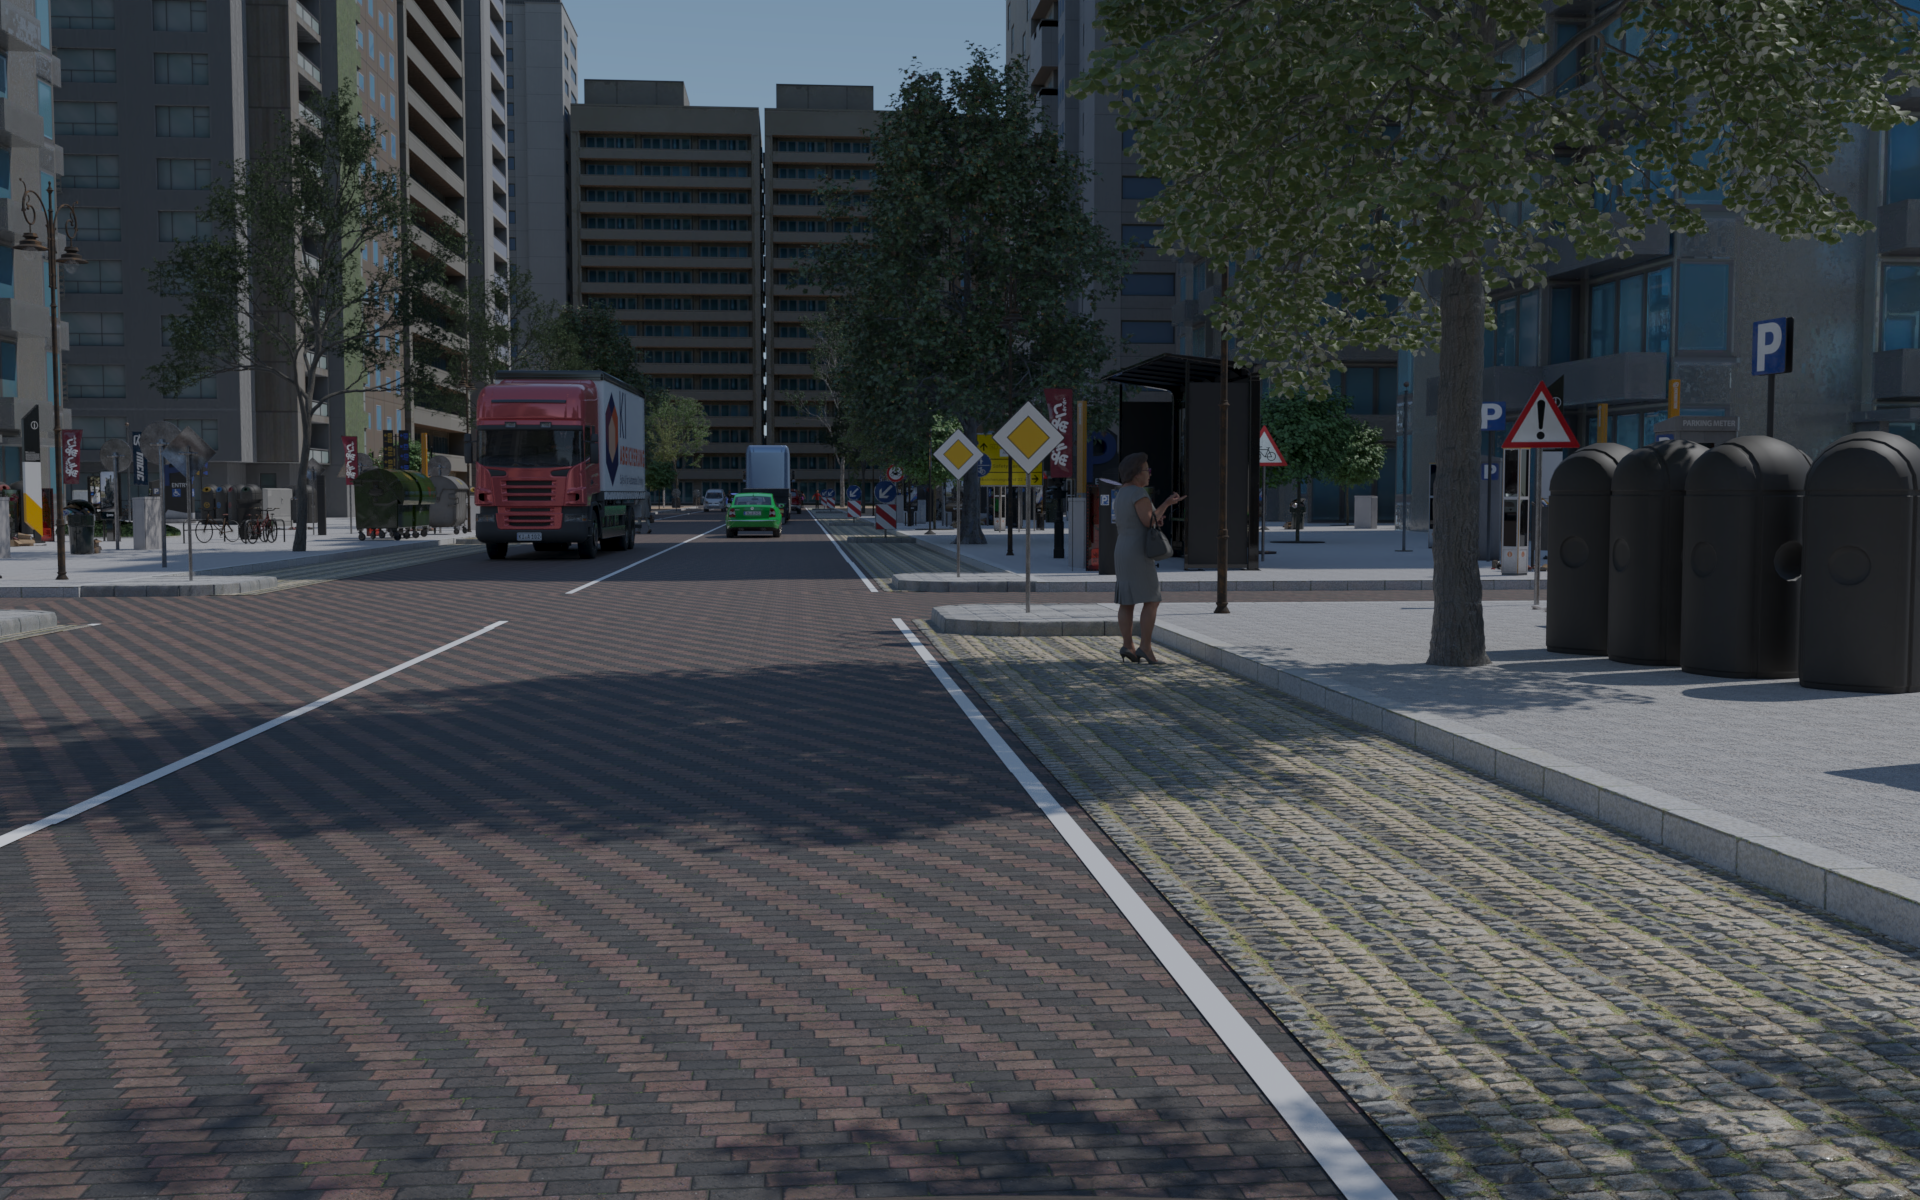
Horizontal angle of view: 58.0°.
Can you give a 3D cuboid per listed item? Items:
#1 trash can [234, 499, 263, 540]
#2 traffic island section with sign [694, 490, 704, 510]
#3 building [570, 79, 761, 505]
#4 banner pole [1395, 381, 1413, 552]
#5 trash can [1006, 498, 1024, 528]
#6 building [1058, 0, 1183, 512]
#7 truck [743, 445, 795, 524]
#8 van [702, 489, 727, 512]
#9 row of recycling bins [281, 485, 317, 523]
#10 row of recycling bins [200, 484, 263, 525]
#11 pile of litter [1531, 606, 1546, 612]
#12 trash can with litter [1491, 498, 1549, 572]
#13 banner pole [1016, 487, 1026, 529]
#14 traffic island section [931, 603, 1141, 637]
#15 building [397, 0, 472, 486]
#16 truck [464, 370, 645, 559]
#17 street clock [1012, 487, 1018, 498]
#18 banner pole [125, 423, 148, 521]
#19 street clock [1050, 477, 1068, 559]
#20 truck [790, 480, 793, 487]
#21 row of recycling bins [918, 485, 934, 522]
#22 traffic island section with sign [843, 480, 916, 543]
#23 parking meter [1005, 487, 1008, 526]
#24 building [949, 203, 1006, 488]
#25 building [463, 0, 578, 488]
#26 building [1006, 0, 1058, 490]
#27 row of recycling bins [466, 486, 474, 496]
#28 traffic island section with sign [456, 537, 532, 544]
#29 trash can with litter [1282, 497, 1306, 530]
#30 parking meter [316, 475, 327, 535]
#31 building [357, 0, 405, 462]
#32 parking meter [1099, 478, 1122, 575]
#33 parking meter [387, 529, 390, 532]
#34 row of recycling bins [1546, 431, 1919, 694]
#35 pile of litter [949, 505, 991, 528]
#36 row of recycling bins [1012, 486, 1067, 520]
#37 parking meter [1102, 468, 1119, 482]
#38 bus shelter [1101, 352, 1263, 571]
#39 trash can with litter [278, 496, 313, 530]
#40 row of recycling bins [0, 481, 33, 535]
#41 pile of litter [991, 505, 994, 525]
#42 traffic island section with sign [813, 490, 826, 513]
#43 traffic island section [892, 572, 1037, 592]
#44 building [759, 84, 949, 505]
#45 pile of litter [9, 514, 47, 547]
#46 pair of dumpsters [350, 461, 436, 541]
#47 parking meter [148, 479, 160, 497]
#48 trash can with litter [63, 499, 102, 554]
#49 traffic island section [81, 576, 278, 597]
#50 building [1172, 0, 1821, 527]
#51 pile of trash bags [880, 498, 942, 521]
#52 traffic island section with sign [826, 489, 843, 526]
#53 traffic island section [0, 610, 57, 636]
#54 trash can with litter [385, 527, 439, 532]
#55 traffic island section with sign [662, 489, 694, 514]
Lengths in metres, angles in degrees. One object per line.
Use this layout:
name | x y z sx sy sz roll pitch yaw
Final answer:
trash can | -20.054 -2.276 48.864 0.748 1.137 0.748 0 3 0
traffic island section with sign | -23.310 -8.878 153.782 1.989 1.847 2.006 0 4 -5
building | -34.230 -35.670 206.914 21.600 48.544 21.300 0 4 -5
banner pole | 9.956 -2.985 38.816 0.401 3.779 0.863 1 4 10
trash can | 2.089 -3.310 65.775 0.748 1.137 0.748 0 3 0
building | 17.513 -35.525 122.838 21.231 58.520 28.212 0 4 -5
truck | -10.144 -6.131 90.000 2.967 4.110 18.799 0 4 -5
van | -19.871 -8.159 140.409 2.013 2.044 4.112 0 4 -4
row of recycling bins | -29.629 -4.301 77.437 1.069 1.692 3.534 -2 4 -35
row of recycling bins | -30.542 -4.008 72.644 3.534 1.692 1.069 2 4 32
pile of litter | 7.142 -0.324 19.260 1.719 0.858 1.176 0 4 -6
trash can with litter | 9.639 -1.114 29.273 1.678 1.210 2.233 -2 4 -33
banner pole | 2.361 -4.502 63.632 0.401 3.779 0.863 2 4 30
traffic island section | 0.754 0.216 18.746 2.009 0.180 2.903 0 4 -5
building | -47.665 -30.485 122.139 21.300 48.544 21.600 0 4 -5
truck | -9.446 -3.221 41.585 2.839 4.237 11.283 0 4 -4
street clock | 2.363 -4.361 75.880 0.358 2.002 0.471 -1 4 -9
banner pole | -28.966 -4.333 60.859 0.863 3.779 0.401 -2 4 -32
street clock | 1.976 -1.831 34.509 0.358 2.002 0.471 1 4 16
truck | -16.122 -9.906 150.875 2.839 4.237 11.283 0 4 -4
row of recycling bins | -1.866 -4.441 79.720 1.069 1.692 3.534 1 4 9
traffic island section with sign | -2.341 -2.603 51.184 1.989 1.847 2.006 0 4 -5
parking meter | 1.801 -3.907 69.593 0.255 1.863 0.399 2 4 35
building | 5.377 -34.107 207.764 14.200 45.320 14.600 0 4 -5
building | -59.471 -40.510 204.338 28.212 58.520 21.231 0 4 -5
building | 18.840 -34.363 151.067 28.713 52.752 27.495 0 4 -5
row of recycling bins | -21.137 -4.390 78.887 3.534 1.692 1.069 -2 4 -33
traffic island section with sign | -13.415 -2.539 50.140 1.989 1.847 2.006 0 4 -5
trash can with litter | 12.029 -3.132 62.594 0.624 1.170 1.055 -2 4 -24
parking meter | -19.875 -2.948 53.916 0.255 1.863 0.399 -1 4 -19
building | -42.581 -27.808 104.773 14.600 45.320 14.200 0 4 -5
parking meter | 2.393 -1.170 27.535 0.372 1.533 0.369 0 3 0
parking meter | -18.994 -3.032 57.989 0.372 1.533 0.369 0 3 0
row of recycling bins | 5.577 -0.344 12.744 1.069 1.692 3.534 -1 4 -17
pile of litter | 0.109 -3.166 65.731 1.176 0.858 1.719 3 4 37
row of recycling bins | 3.555 -4.816 85.852 3.534 1.692 1.069 2 4 32
parking meter | 3.384 -2.028 38.865 0.255 1.863 0.399 -2 4 -34
bus shelter | 3.977 -2.487 31.953 1.731 3.624 6.357 0 4 -5
trash can with litter | -24.132 -3.117 62.026 2.233 1.210 1.678 -3 5 -39
row of recycling bins | -30.288 -2.855 53.791 1.069 1.692 3.534 1 4 19
pile of litter | 1.308 -3.500 71.182 1.719 0.858 1.176 1 4 22
traffic island section with sign | -9.673 -7.301 127.992 1.989 1.847 2.006 0 4 -5
traffic island section | -0.005 -0.270 26.696 2.009 0.180 2.903 0 4 -5
building | -12.748 -35.809 209.176 21.600 48.544 21.300 0 4 -5
pile of litter | -23.269 -1.742 42.449 1.719 0.858 1.176 -3 5 -43
pair of dumpsters | -16.179 -2.873 49.459 1.574 2.255 4.437 0 4 -5
parking meter | -32.083 -3.871 69.008 0.255 1.863 0.399 3 5 41
trash can with litter | -18.761 -1.567 37.011 0.624 1.170 1.055 -1 4 -11
traffic island section | -11.395 -0.204 25.617 2.009 0.180 2.903 0 4 -5
building | 23.506 -28.656 88.132 23.786 49.044 30.456 0 4 -5
pile of trash bags | -2.782 -5.049 92.305 3.447 1.369 1.912 -3 5 -43
traffic island section with sign | -4.905 -4.244 78.017 1.989 1.847 2.006 0 4 -5
traffic island section | -10.636 0.282 17.668 2.009 0.180 2.903 0 4 -5
trash can with litter | -19.078 -2.978 59.744 2.233 1.210 1.678 -1 4 -23
traffic island section with sign | -20.745 -7.237 126.948 1.989 1.847 2.006 0 4 -5
